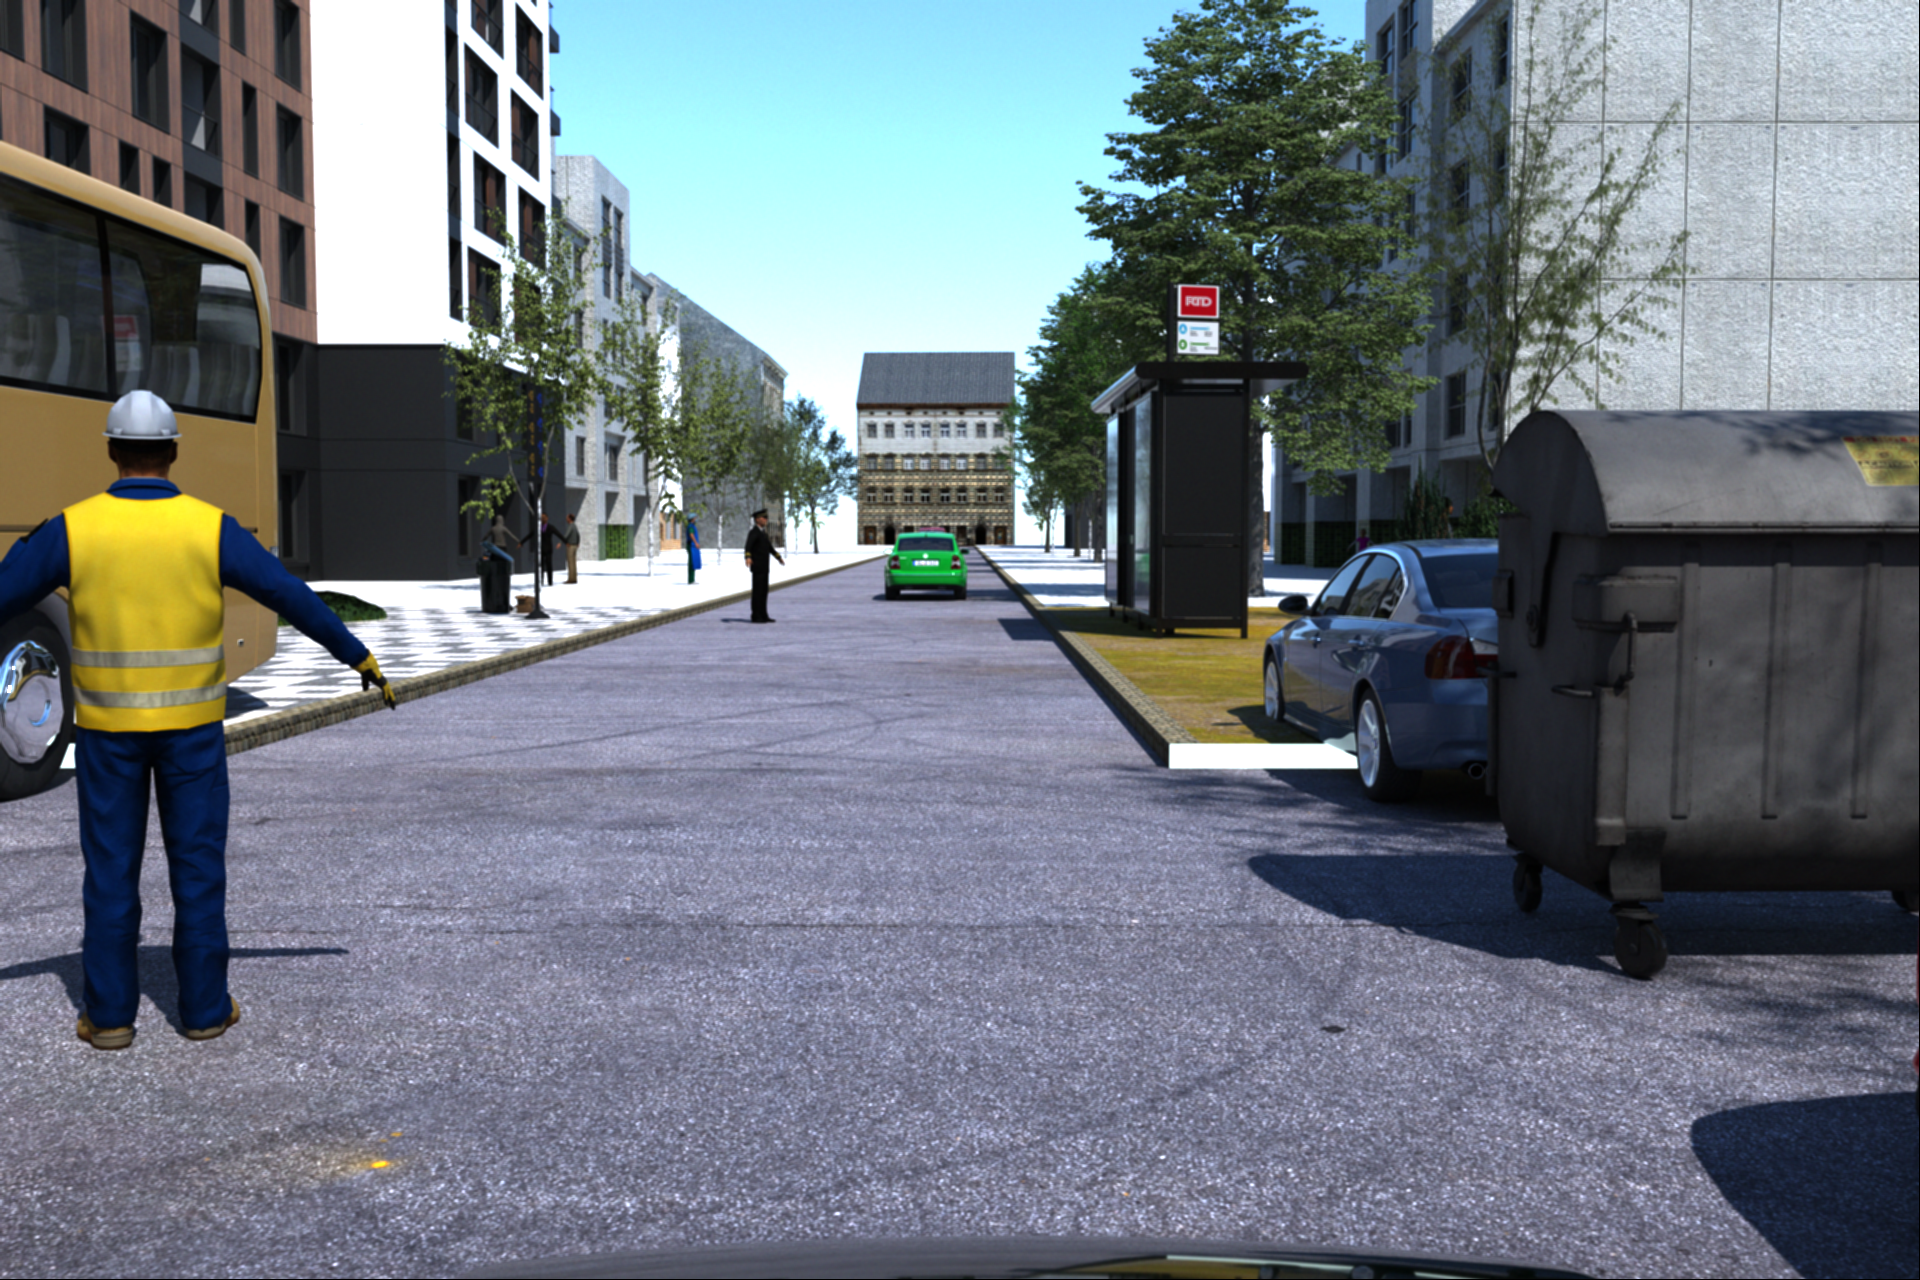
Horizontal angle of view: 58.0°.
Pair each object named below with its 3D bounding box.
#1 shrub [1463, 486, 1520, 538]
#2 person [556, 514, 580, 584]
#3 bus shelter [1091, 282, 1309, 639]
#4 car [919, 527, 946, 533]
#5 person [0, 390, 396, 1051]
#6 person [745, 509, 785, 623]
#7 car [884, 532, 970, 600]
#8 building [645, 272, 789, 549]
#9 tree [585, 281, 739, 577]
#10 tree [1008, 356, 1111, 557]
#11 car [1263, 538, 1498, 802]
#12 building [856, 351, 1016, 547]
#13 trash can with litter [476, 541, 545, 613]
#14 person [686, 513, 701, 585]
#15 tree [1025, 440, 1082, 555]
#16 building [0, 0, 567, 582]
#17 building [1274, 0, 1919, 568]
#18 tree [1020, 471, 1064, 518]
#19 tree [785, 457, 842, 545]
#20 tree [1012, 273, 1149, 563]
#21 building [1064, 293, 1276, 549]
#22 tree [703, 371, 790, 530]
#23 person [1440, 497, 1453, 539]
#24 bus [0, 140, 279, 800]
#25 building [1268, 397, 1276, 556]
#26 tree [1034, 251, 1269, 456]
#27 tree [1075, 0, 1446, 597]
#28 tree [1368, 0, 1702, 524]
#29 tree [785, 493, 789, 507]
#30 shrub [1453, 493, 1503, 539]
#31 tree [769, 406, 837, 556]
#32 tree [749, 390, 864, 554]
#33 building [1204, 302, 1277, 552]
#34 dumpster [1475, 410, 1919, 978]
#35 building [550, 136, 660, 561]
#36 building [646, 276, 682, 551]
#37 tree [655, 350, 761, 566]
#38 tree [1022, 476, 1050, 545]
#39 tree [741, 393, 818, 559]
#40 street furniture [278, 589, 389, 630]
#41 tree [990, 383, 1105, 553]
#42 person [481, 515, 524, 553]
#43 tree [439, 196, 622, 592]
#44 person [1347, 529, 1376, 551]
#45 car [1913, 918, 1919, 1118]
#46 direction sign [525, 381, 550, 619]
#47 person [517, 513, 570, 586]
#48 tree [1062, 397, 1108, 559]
[{"bbox_3d":[5.752,-0.805,17.575,1.690,2.028,1.600,0,3,0],"label":"shrub"},{"bbox_3d":[-10.054,-2.349,44.681,0.705,1.796,1.348,1,4,9],"label":"person"},{"bbox_3d":[3.138,-2.917,25.328,2.179,5.291,8.768,0,4,-1],"label":"bus shelter"},{"bbox_3d":[-1.577,-5.472,98.132,2.281,1.827,5.304,0,3,0],"label":"car"},{"bbox_3d":[-2.299,0.214,4.920,1.349,1.833,0.705,-2,4,-24],"label":"person"},{"bbox_3d":[-3.203,-1.199,27.995,0.705,1.837,1.347,1,4,19],"label":"person"},{"bbox_3d":[-0.754,-1.847,38.993,1.959,1.807,4.718,0,4,-1],"label":"car"},{"bbox_3d":[-25.850,-19.793,154.536,19.493,23.208,18.063,0,3,0],"label":"building"},{"bbox_3d":[-8.969,-6.176,51.342,4.737,8.622,4.395,0,3,0],"label":"tree"},{"bbox_3d":[6.686,-10.428,96.248,9.928,11.665,9.643,0,3,0],"label":"tree"},{"bbox_3d":[3.040,0.088,10.563,2.014,1.417,4.499,0,4,-1],"label":"car"},{"bbox_3d":[-2.457,-22.890,207.631,18.063,23.208,19.493,0,4,2],"label":"building"},{"bbox_3d":[-7.315,-1.028,28.197,1.055,1.170,0.624,0,4,2],"label":"trash can with litter"},{"bbox_3d":[-6.747,-2.308,43.860,0.704,1.817,1.347,-1,4,-12],"label":"person"},{"bbox_3d":[5.949,-9.679,108.615,4.737,8.622,4.395,0,3,0],"label":"tree"},{"bbox_3d":[-27.854,-12.254,44.327,27.936,21.610,32.646,0,4,0],"label":"building"},{"bbox_3d":[21.830,-11.718,58.050,16.747,18.905,31.486,0,3,0],"label":"building"},{"bbox_3d":[10.522,-16.331,201.426,7.601,10.594,8.767,0,4,5],"label":"tree"},{"bbox_3d":[-17.680,-16.776,208.691,7.601,10.594,8.767,0,4,8],"label":"tree"},{"bbox_3d":[5.708,-9.660,76.076,7.486,12.596,7.792,0,3,0],"label":"tree"},{"bbox_3d":[23.657,-19.533,163.338,27.936,21.610,32.646,0,3,0],"label":"building"},{"bbox_3d":[-9.385,-7.804,77.965,4.360,8.622,3.978,0,3,0],"label":"tree"},{"bbox_3d":[7.072,-1.168,25.248,0.704,1.843,1.345,1,4,15],"label":"person"},{"bbox_3d":[-6.246,-0.915,6.510,2.896,3.916,12.252,0,4,0],"label":"bus"},{"bbox_3d":[23.015,-9.061,90.293,9.099,9.664,28.070,0,4,0],"label":"building"},{"bbox_3d":[6.617,-8.242,60.510,9.928,11.665,9.643,0,3,0],"label":"tree"},{"bbox_3d":[5.670,-7.163,35.250,7.486,12.596,7.792,0,3,0],"label":"tree"},{"bbox_3d":[7.065,-4.467,23.398,4.360,8.622,3.978,0,3,0],"label":"tree"},{"bbox_3d":[-21.407,-15.409,202.295,4.360,8.622,3.978,0,3,0],"label":"tree"},{"bbox_3d":[8.914,-1.520,28.902,1.661,2.075,1.752,0,3,0],"label":"shrub"},{"bbox_3d":[-9.269,-9.088,98.951,4.737,8.622,4.395,0,3,0],"label":"tree"},{"bbox_3d":[-9.535,-10.860,111.974,7.601,10.594,8.767,3,4,39],"label":"tree"},{"bbox_3d":[24.744,-17.259,138.596,16.016,20.090,11.380,0,4,1],"label":"building"},{"bbox_3d":[2.879,0.132,6.064,1.865,1.857,1.264,0,4,-1],"label":"dumpster"},{"bbox_3d":[-25.427,-13.138,81.260,16.747,18.905,31.486,0,4,1],"label":"building"},{"bbox_3d":[-27.627,-16.636,128.417,16.016,20.090,11.380,0,4,-1],"label":"building"},{"bbox_3d":[-9.781,-7.280,69.391,4.737,8.622,4.395,0,3,0],"label":"tree"},{"bbox_3d":[9.650,-15.805,208.770,4.737,8.622,4.395,0,3,0],"label":"tree"},{"bbox_3d":[-8.889,-8.526,89.770,4.360,8.622,3.978,0,3,0],"label":"tree"},{"bbox_3d":[-11.307,-0.383,21.888,5.734,0.657,10.072,1,4,9],"label":"street furniture"},{"bbox_3d":[5.879,-11.666,116.487,9.928,11.665,9.643,0,3,0],"label":"tree"},{"bbox_3d":[-12.992,-2.621,48.982,1.348,1.813,0.705,1,4,16],"label":"person"},{"bbox_3d":[-9.406,-5.373,38.212,4.737,8.622,4.395,0,3,0],"label":"tree"},{"bbox_3d":[11.576,-2.470,49.656,0.991,1.433,0.599,2,4,26],"label":"person"},{"bbox_3d":[2.850,0.443,1.805,2.155,1.783,4.494,0,3,0],"label":"car"},{"bbox_3d":[-6.415,-2.091,26.191,0.379,3.537,0.876,0,4,0],"label":"direction sign"},{"bbox_3d":[-10.305,-2.246,42.945,1.346,1.802,0.704,0,4,2],"label":"person"},{"bbox_3d":[6.338,-8.380,87.373,4.360,8.622,3.978,0,3,0],"label":"tree"}]
